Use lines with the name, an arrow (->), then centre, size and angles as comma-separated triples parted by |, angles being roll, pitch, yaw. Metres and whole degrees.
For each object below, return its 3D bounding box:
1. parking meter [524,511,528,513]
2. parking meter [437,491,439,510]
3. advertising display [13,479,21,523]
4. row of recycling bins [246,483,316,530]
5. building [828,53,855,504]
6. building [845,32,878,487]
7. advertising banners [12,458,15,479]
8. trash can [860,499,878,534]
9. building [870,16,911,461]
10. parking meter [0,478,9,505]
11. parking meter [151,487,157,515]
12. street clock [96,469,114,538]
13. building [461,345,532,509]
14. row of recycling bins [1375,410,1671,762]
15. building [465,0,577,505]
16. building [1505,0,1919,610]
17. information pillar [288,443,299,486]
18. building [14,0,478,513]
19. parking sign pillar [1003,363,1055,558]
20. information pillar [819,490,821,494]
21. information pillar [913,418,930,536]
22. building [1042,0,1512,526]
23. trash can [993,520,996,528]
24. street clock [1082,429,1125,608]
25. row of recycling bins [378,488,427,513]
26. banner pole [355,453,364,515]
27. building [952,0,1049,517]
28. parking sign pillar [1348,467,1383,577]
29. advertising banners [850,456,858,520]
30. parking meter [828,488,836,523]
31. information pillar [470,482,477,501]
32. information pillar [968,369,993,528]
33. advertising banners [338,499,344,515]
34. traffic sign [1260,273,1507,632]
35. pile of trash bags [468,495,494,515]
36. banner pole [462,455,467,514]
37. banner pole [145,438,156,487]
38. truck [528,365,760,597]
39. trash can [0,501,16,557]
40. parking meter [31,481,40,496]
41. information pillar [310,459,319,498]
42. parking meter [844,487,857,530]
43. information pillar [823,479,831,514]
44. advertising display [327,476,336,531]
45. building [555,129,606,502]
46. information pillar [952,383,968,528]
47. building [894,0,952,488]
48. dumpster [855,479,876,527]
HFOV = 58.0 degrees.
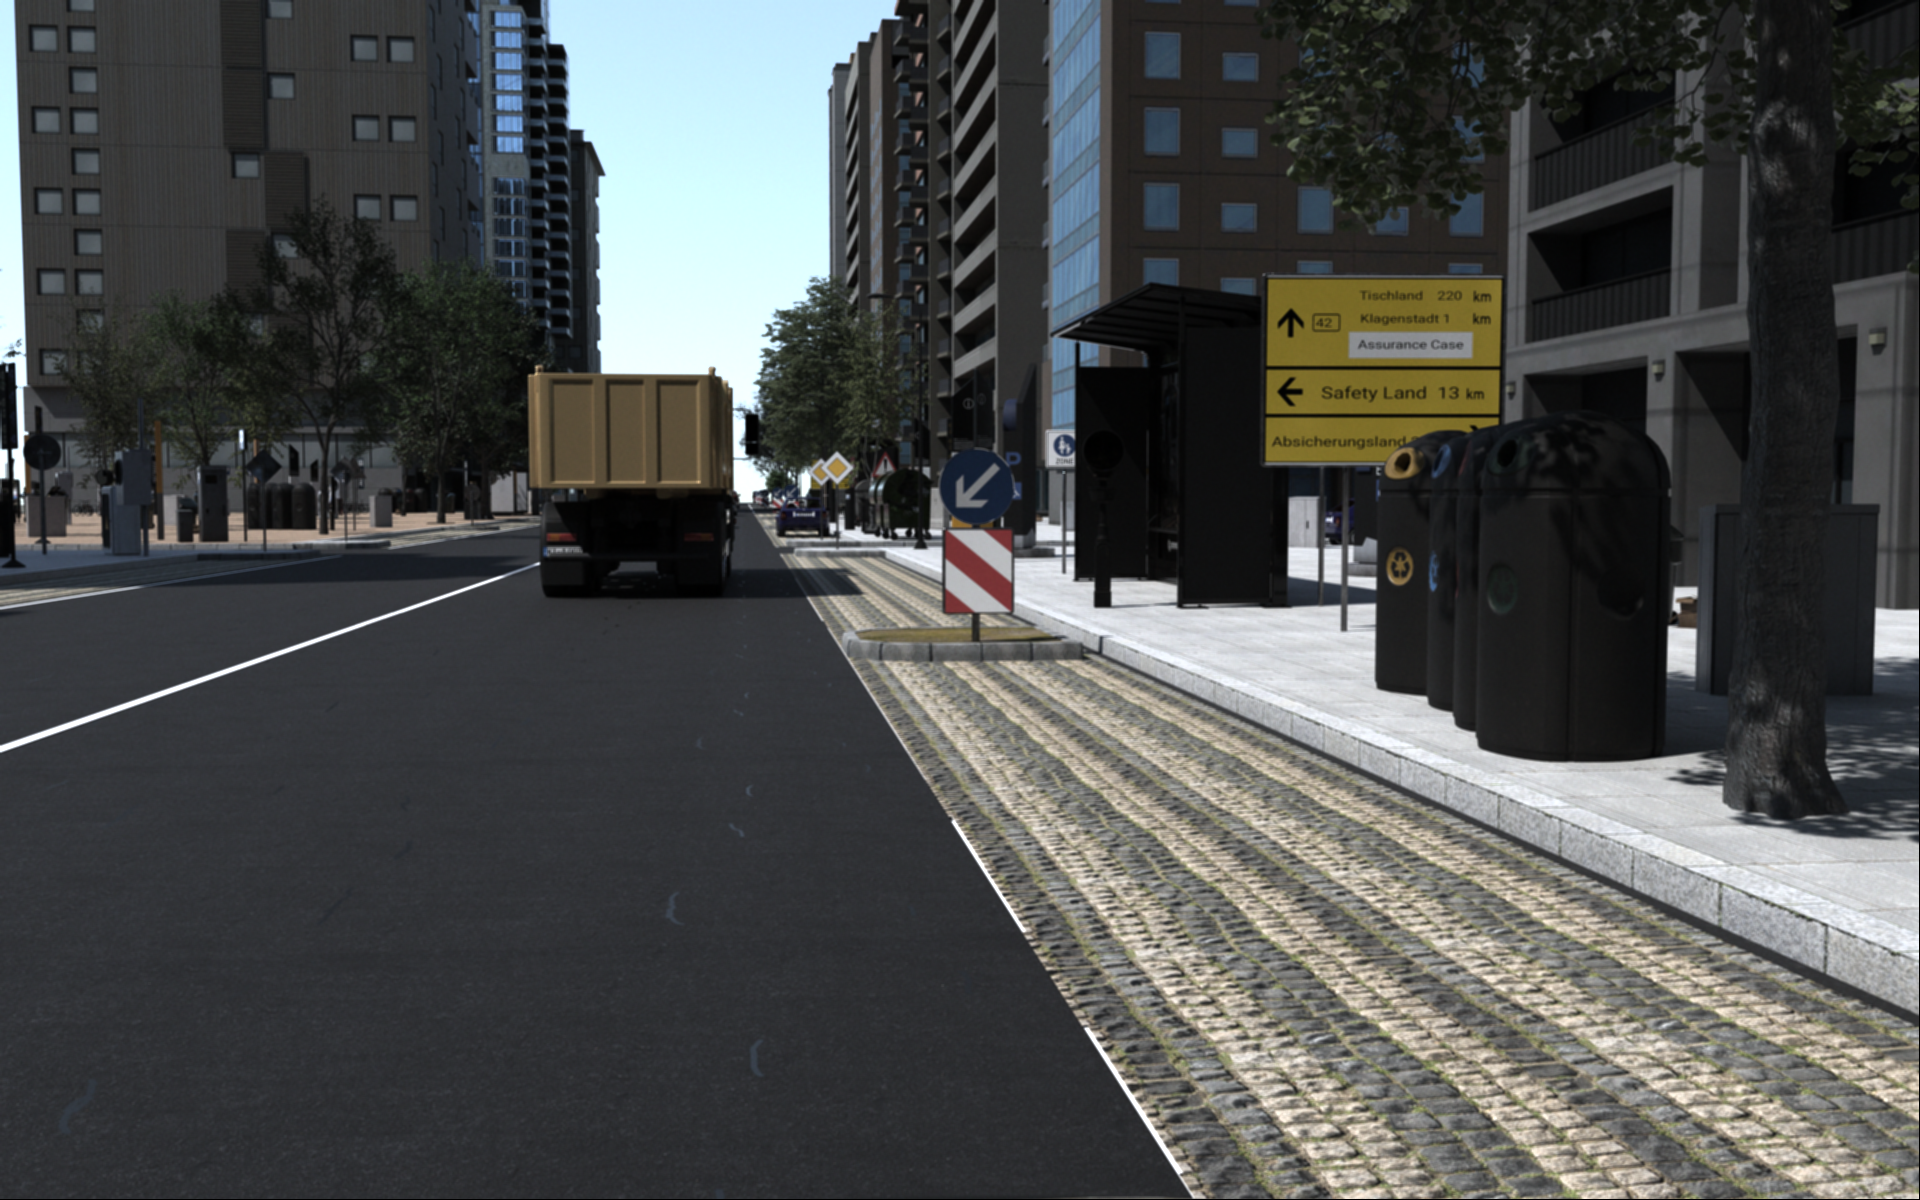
parking meter -> -28.875, -6.515, 114.925 | 0.372, 1.533, 0.369 | 0, 3, 0
parking meter -> -34.725, -6.555, 115.589 | 0.372, 1.533, 0.369 | 0, 3, 0
advertising display -> -41.862, -4.357, 76.450 | 0.974, 1.923, 0.123 | 2, 4, 24
row of recycling bins -> -24.772, -3.426, 63.132 | 3.534, 1.692, 1.069 | 2, 4, 34
building -> -7.544, -42.669, 239.630 | 21.231, 58.520, 28.212 | 0, 4, -7
building -> -0.600, -34.059, 180.561 | 21.300, 48.544, 21.600 | 0, 4, -7
advertising banners -> -46.374, -5.381, 84.167 | 0.090, 3.025, 2.074 | 0, 4, -4
trash can -> -2.873, -2.702, 55.825 | 0.748, 1.137, 0.748 | 0, 3, 0
building -> -0.973, -31.342, 162.557 | 14.600, 45.320, 14.200 | 0, 4, -7
parking meter -> -35.398, -3.579, 64.232 | 0.255, 1.863, 0.399 | -2, 4, -35
parking meter -> -49.357, -6.141, 106.111 | 0.399, 1.863, 0.255 | 1, 4, 22
street clock -> -25.071, -2.828, 50.814 | 0.471, 2.002, 0.358 | 1, 4, 20
building -> -55.299, -19.252, 159.817 | 27.650, 21.520, 28.899 | 0, 4, -7
row of recycling bins -> 3.153, -0.174, 9.964 | 1.069, 1.692, 3.534 | 0, 4, 3
building -> -60.629, -55.656, 222.647 | 22.319, 86.520, 31.000 | 0, 4, -7
building -> 19.910, -35.751, 22.775 | 20.563, 71.187, 20.611 | 0, 4, -7
information pillar -> -30.886, -5.441, 80.320 | 0.183, 3.616, 0.504 | 3, 4, 37
building -> -51.697, -33.132, 130.950 | 28.713, 52.752, 27.495 | 0, 4, -7
parking sign pillar -> 1.217, -2.857, 35.184 | 1.447, 3.967, 1.447 | 1, 4, 14
information pillar -> -9.814, -7.041, 119.617 | 0.304, 2.012, 0.304 | 3, 5, 40
information pillar -> -1.156, -3.751, 52.687 | 0.504, 3.616, 0.183 | 0, 4, 7
building -> 11.261, -25.389, 65.227 | 14.200, 45.320, 14.600 | 0, 4, -7
trash can -> 0.541, -1.768, 40.554 | 0.748, 1.137, 0.748 | 0, 3, 0
street clock -> 1.615, -0.917, 19.556 | 0.471, 2.002, 0.358 | 0, 4, 1
row of recycling bins -> -37.684, -6.724, 117.044 | 1.069, 1.692, 3.534 | 3, 5, 39
banner pole -> -36.625, -7.068, 105.580 | 0.863, 3.779, 0.401 | 2, 4, 26
building -> 11.339, -29.563, 107.056 | 21.300, 48.544, 21.600 | 0, 4, -7
parking sign pillar -> 6.808, -2.366, 27.162 | 1.447, 3.967, 1.447 | -2, 4, -32
advertising banners -> -4.651, -5.129, 80.053 | 0.090, 3.025, 2.074 | -2, 4, -26
parking meter -> -5.694, -4.213, 77.288 | 0.372, 1.533, 0.369 | 0, 3, 0
information pillar -> -29.692, -6.191, 105.711 | 0.304, 2.012, 0.304 | -3, 4, -37
information pillar -> 0.429, -2.522, 32.587 | 0.183, 3.616, 0.504 | 3, 5, 42
advertising banners -> -37.364, -6.625, 104.505 | 0.090, 3.025, 2.074 | 0, 4, -4
traffic sign -> 3.908, -1.358, 16.069 | 2.265, 3.308, 0.079 | 0, 4, -1
pile of trash bags -> -29.961, -6.061, 108.850 | 1.912, 1.369, 3.447 | -1, 4, -13
banner pole -> -31.918, -7.447, 111.779 | 0.401, 3.779, 0.863 | -2, 4, -34
banner pole -> -36.323, -5.372, 77.854 | 0.401, 3.779, 0.863 | 3, 5, 41
truck -> -4.984, -1.956, 27.899 | 3.469, 3.379, 9.791 | 0, 4, -6
trash can -> -19.578, -1.438, 35.166 | 0.748, 1.137, 0.748 | 0, 3, 0
parking meter -> -40.846, -4.333, 76.548 | 0.399, 1.863, 0.255 | 2, 4, 28
information pillar -> -42.804, -7.557, 114.918 | 0.504, 3.616, 0.183 | -3, 5, -39
parking meter -> -3.956, -3.287, 62.155 | 0.372, 1.533, 0.369 | 0, 3, 0
information pillar -> -6.433, -4.861, 83.974 | 0.304, 2.012, 0.304 | -1, 4, -22
advertising display -> -22.219, -3.427, 61.241 | 0.123, 1.923, 0.974 | -2, 4, -27
building -> -66.819, -40.556, 252.323 | 28.713, 52.752, 27.495 | 0, 4, -7
information pillar -> 0.090, -2.629, 34.331 | 0.504, 3.616, 0.183 | -1, 4, -9
building -> 6.160, -29.797, 141.807 | 22.147, 44.769, 28.867 | 0, 4, -7
dumpster -> -3.518, -3.818, 68.184 | 1.264, 1.857, 1.865 | 0, 4, -7
